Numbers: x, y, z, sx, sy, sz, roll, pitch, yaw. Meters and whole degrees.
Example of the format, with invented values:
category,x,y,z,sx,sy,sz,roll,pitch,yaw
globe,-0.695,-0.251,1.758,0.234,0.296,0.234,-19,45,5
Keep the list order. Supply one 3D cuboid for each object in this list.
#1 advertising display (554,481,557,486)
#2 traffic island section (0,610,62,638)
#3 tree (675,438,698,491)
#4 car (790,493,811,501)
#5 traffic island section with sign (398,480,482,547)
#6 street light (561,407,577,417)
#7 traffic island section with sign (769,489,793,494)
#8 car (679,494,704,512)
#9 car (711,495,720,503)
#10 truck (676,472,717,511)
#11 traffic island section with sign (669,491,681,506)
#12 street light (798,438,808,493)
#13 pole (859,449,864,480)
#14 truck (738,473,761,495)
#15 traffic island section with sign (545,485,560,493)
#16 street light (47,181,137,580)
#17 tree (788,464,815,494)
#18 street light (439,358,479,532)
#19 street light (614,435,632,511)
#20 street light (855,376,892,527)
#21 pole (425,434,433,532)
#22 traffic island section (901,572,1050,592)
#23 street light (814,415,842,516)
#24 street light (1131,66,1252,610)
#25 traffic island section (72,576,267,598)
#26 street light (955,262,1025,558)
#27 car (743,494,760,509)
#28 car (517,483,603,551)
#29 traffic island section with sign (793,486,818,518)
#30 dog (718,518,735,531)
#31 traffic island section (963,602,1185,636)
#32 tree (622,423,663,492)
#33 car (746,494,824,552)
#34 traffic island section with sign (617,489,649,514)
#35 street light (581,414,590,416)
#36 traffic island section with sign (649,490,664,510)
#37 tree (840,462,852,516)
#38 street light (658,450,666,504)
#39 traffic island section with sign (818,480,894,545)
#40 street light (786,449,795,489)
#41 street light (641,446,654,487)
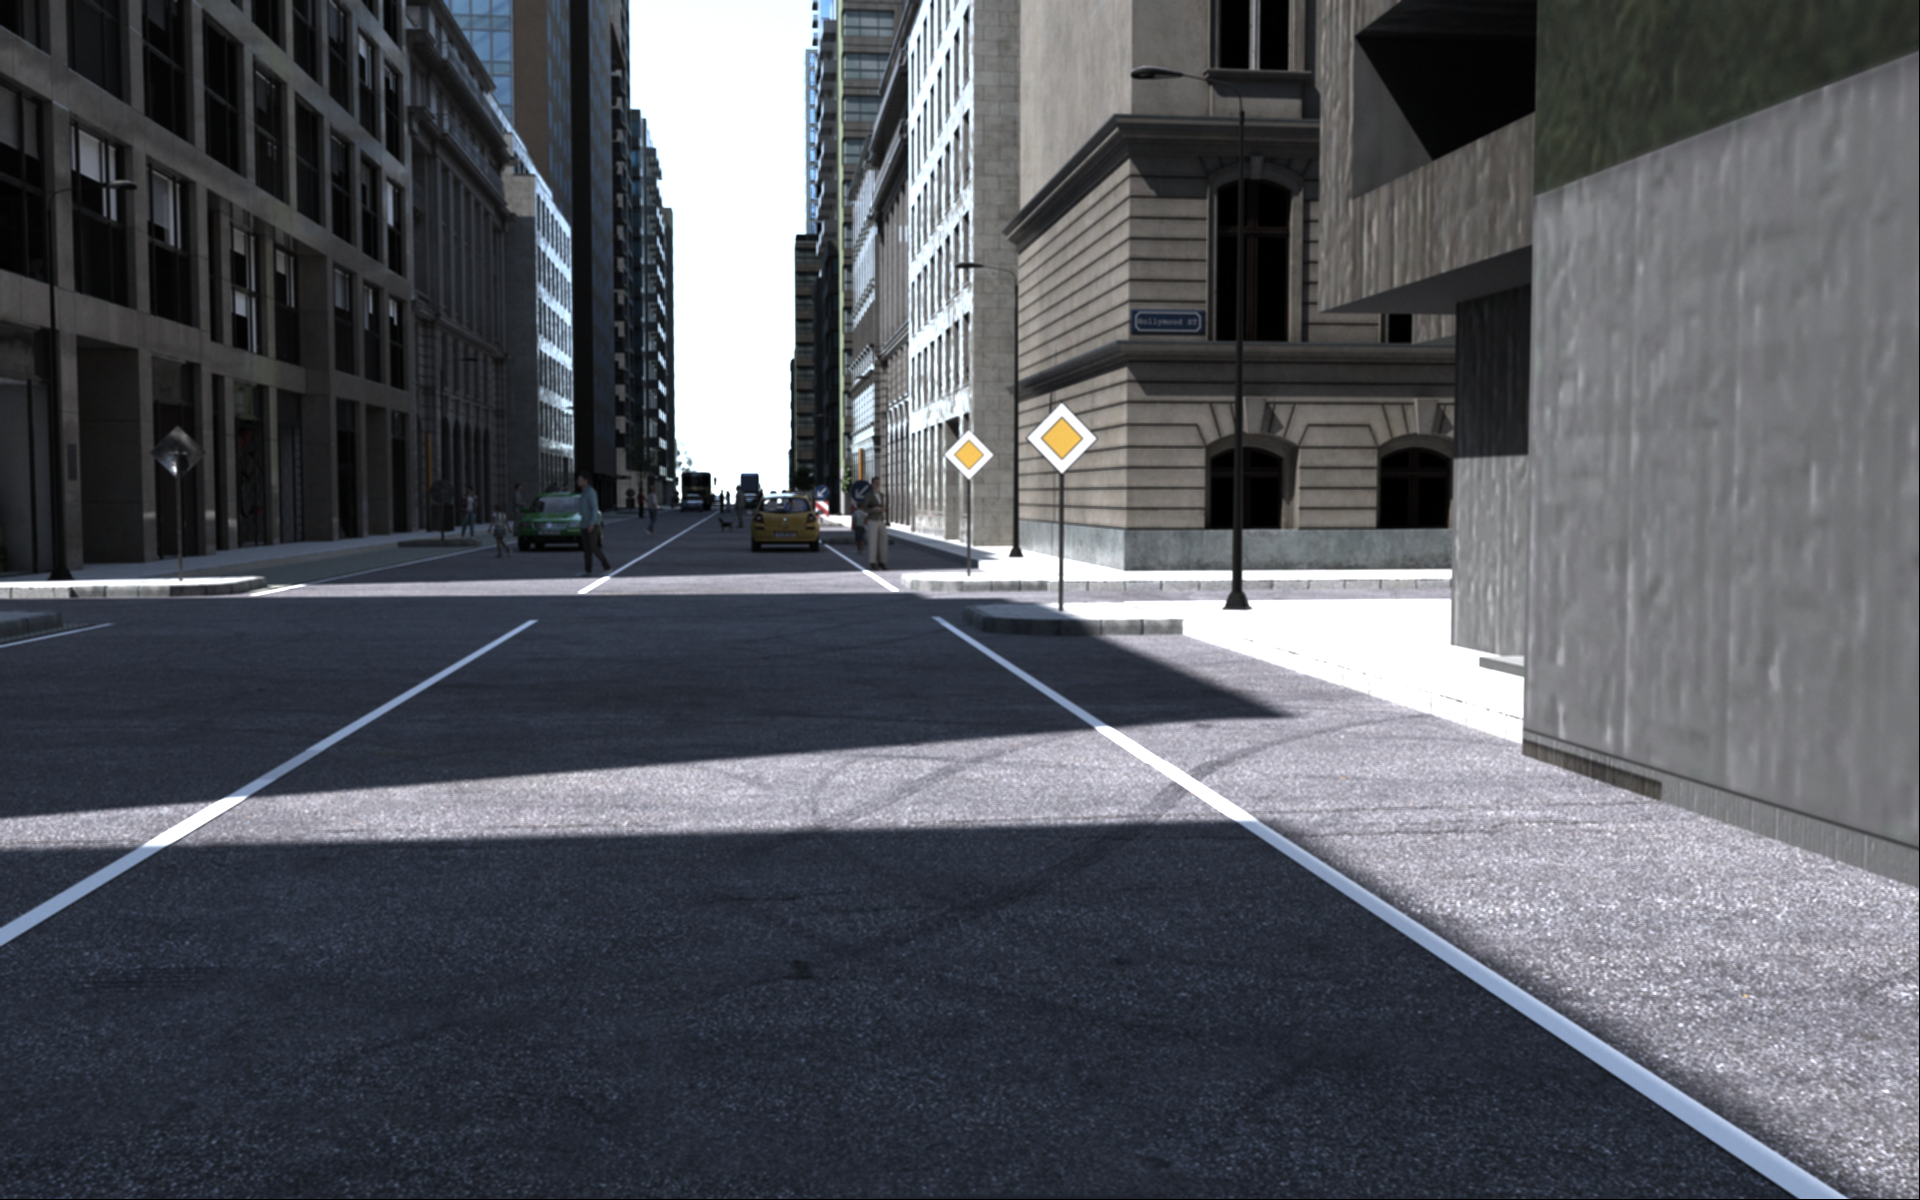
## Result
category,x,y,z,sx,sy,sz,roll,pitch,yaw
advertising display,-20.698,-5.105,88.678,0.123,1.923,0.974,-1,4,-15
traffic island section,-10.528,0.287,17.586,2.009,0.180,2.903,0,4,-7
tree,-42.520,-19.800,258.139,7.601,10.594,8.767,0,4,1
car,-10.975,-6.544,116.590,1.945,1.707,3.694,0,4,-8
traffic island section with sign,-14.188,-2.371,47.396,1.989,1.847,2.006,0,4,-7
street light,-21.167,-7.320,92.215,1.470,5.913,1.316,0,4,-7
traffic island section with sign,-15.610,-8.828,152.962,1.989,1.847,2.006,0,4,-7
car,-21.591,-7.791,139.379,2.014,1.417,4.499,-1,4,-9
car,-33.363,-13.751,237.192,2.083,1.381,4.827,0,4,-5
truck,-23.146,-9.547,152.019,3.469,3.379,9.791,-1,4,-9
traffic island section with sign,-33.597,-12.067,205.921,1.989,1.847,2.006,0,4,-7
street light,-12.740,-10.487,144.009,1.470,5.913,1.316,0,4,-7
pole,-4.417,-5.122,77.582,0.158,3.312,0.155,0,3,0
truck,-25.683,-13.625,212.529,2.967,4.110,18.799,0,4,-8
traffic island section with sign,-17.530,-4.040,74.686,1.989,1.847,2.006,0,4,-7
street light,-12.900,-3.256,25.769,1.470,5.913,1.316,0,4,-7
tree,-16.552,-12.288,184.620,4.285,4.588,4.351,0,3,0
street light,-17.064,-5.287,58.988,1.470,5.913,1.316,0,4,-7
street light,-26.307,-9.946,135.154,1.470,5.913,1.316,0,4,-7
street light,-3.409,-5.845,68.110,1.470,5.913,1.316,0,4,-7
pole,-17.926,-3.953,58.467,0.158,3.312,0.155,0,3,0
traffic island section,0.157,-0.284,26.928,2.009,0.180,2.903,0,4,-7
street light,-7.626,-7.892,101.571,1.470,5.913,1.316,0,4,-7
street light,2.547,-2.844,19.049,1.470,5.913,1.316,0,4,-7
traffic island section,-11.498,-0.198,25.512,2.009,0.180,2.903,0,4,-7
street light,0.598,-3.812,34.871,1.470,5.913,1.316,0,4,-7
car,-17.763,-8.221,146.206,2.131,1.459,4.920,0,4,-8
car,-10.389,-2.223,45.141,1.959,1.807,4.718,0,4,-5
traffic island section with sign,-6.236,-4.144,76.375,1.989,1.847,2.006,0,4,-7
dog,-8.985,-2.893,66.590,0.540,0.507,0.406,-2,4,-28
traffic island section,1.128,0.201,19.002,2.009,0.180,2.903,0,4,-7
tree,-32.505,-13.847,176.759,4.360,8.622,3.978,0,3,0
car,-4.490,-2.094,44.466,2.015,1.641,3.980,0,4,-6
traffic island section with sign,-23.624,-7.086,124.481,1.989,1.847,2.006,0,4,-7
street light,-22.241,-7.862,101.084,1.470,5.913,1.316,0,4,-7
traffic island section with sign,-26.951,-8.743,151.583,1.989,1.847,2.006,0,4,-7
tree,-6.700,-6.682,103.845,1.663,3.219,1.824,0,3,0
street light,-32.279,-12.910,183.622,1.470,5.913,1.316,0,4,-7
traffic island section with sign,-2.963,-2.507,49.619,1.989,1.847,2.006,0,4,-7
street light,-16.859,-12.540,177.571,1.470,5.913,1.316,0,4,-7
street light,-30.423,-11.978,168.379,1.470,5.913,1.316,0,4,-7
